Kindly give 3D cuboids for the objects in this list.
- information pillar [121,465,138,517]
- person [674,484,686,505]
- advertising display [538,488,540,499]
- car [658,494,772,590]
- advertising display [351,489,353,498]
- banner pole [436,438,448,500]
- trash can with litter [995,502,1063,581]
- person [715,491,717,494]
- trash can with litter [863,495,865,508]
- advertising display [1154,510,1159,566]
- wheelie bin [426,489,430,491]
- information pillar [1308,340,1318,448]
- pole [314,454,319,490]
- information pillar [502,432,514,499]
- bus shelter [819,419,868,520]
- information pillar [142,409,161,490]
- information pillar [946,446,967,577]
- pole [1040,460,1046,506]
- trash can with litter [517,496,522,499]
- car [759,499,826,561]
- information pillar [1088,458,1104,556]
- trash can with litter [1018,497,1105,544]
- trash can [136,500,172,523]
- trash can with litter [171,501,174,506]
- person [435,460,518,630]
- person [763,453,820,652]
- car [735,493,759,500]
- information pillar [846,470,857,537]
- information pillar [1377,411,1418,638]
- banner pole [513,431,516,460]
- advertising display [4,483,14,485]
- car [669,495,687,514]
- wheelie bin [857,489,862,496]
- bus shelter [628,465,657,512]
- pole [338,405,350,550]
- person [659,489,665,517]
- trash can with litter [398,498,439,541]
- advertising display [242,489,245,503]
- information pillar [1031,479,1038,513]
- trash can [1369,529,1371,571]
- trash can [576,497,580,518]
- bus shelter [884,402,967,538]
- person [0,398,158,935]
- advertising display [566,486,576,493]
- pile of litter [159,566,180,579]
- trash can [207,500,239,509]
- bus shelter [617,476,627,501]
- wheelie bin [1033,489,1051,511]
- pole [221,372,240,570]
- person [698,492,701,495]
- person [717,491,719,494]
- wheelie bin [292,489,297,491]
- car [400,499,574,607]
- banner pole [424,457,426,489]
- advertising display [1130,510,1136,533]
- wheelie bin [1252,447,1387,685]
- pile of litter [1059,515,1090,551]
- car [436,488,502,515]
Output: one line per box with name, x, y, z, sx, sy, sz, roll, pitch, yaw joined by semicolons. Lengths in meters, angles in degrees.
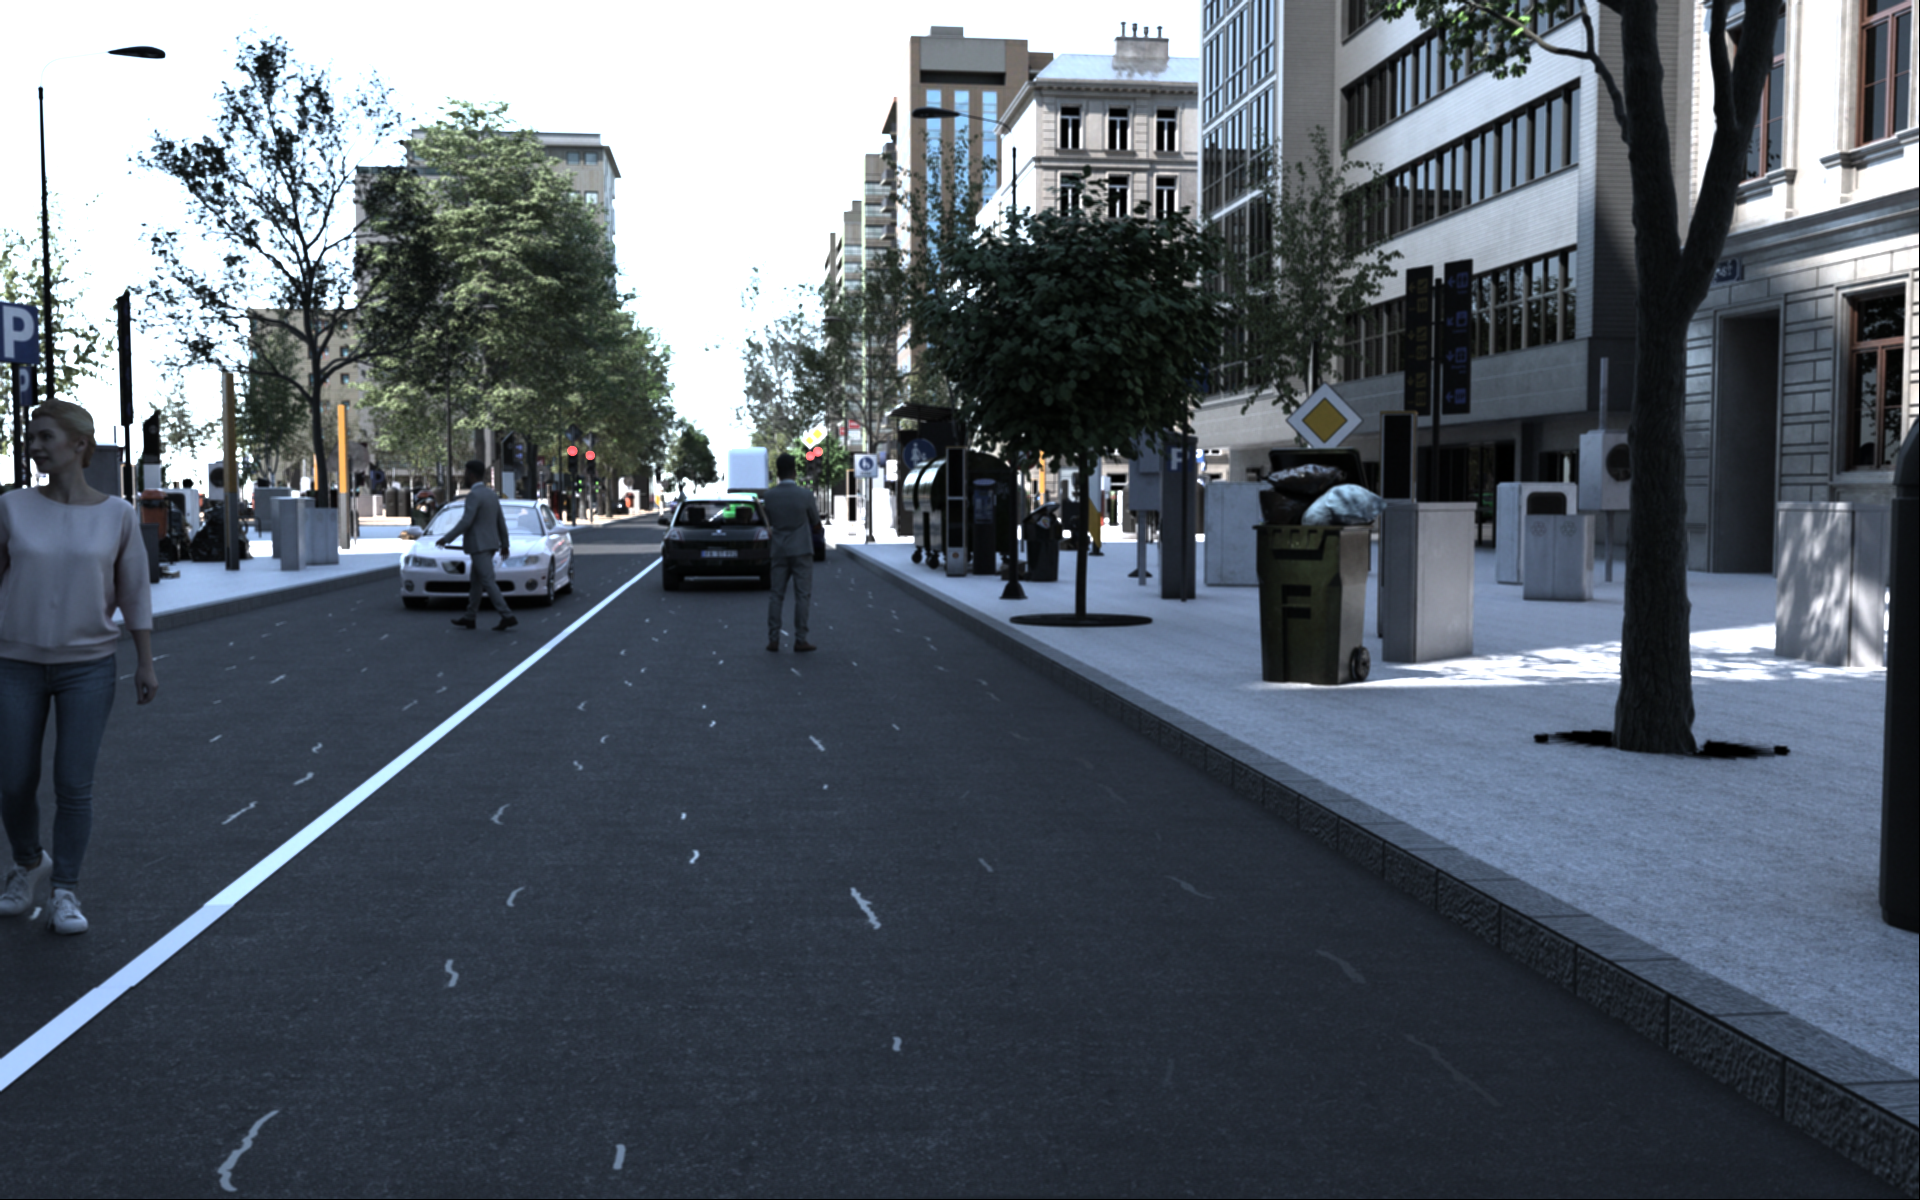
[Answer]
information pillar;-20.823;-2.382;43.444;0.304;2.012;0.304;-1;4;-15
person;-10.737;-3.533;66.453;0.466;1.800;0.511;-1;4;-11
advertising display;-34.179;-8.213;139.503;0.974;1.923;0.123;2;4;34
car;-3.771;-1.071;27.301;2.009;1.686;4.222;0;4;-7
advertising display;-47.470;-7.950;135.197;0.974;1.923;0.123;2;4;33
banner pole;-23.061;-5.339;77.307;0.401;3.779;0.863;2;4;28
trash can with litter;0.997;-0.866;25.549;1.055;1.170;0.624;3;4;36
person;-36.145;-15.231;257.401;0.709;1.838;0.599;-1;4;-18
trash can with litter;-8.076;-8.664;153.050;1.055;1.170;0.624;1;4;9
advertising display;3.580;-1.560;30.724;0.123;1.923;0.974;0;4;2
wheelie bin;-35.414;-6.556;115.096;0.980;1.594;0.693;-3;5;-44
information pillar;5.419;-2.158;26.645;0.183;3.616;0.504;0;4;4
pole;-32.728;-5.767;88.126;0.158;3.312;0.155;0;3;0
information pillar;-16.814;-4.472;64.478;0.183;3.616;0.504;3;4;38
bus shelter;-6.040;-6.863;89.836;2.179;5.291;8.768;0;4;-7
information pillar;-22.399;-3.468;48.061;0.504;3.616;0.183;0;4;7
information pillar;-0.052;-1.368;26.864;0.304;2.012;0.304;0;4;6
pole;2.725;-3.866;57.058;0.158;3.312;0.155;0;3;0
trash can with litter;-29.417;-6.314;114.620;1.055;1.170;0.624;3;5;40
car;-3.925;-1.589;38.565;1.945;1.354;3.894;0;4;-7
information pillar;2.806;-2.740;36.147;0.183;3.616;0.504;-2;4;-27
trash can with litter;2.530;-2.056;44.667;2.233;1.210;1.678;1;4;17
trash can;-18.181;-1.680;39.118;0.748;1.137;0.748;0;3;0
trash can with litter;-19.999;-1.976;43.697;0.624;1.170;1.055;-2;4;-35
person;-5.061;-0.583;18.313;0.850;1.792;0.678;1;4;12
person;-1.542;-0.443;15.917;0.511;1.800;0.466;0;4;-1
car;-9.911;-4.316;79.365;1.959;1.807;4.718;0;4;-6
information pillar;-3.275;-2.933;52.441;0.304;2.012;0.304;-1;4;-10
information pillar;3.904;-0.671;15.457;0.304;2.012;0.304;1;4;19
banner pole;-17.662;-4.799;68.478;0.401;3.779;0.863;0;4;1
advertising display;-52.753;-5.584;96.504;0.974;1.923;0.123;0;4;6
car;-20.136;-6.921;125.746;1.945;1.354;3.894;-1;4;-9
wheelie bin;-6.832;-6.404;112.606;0.980;1.594;0.693;2;4;24
bus shelter;-23.621;-9.154;127.305;2.179;5.291;8.768;0;4;-7
pole;-14.121;-2.805;39.704;0.158;3.312;0.155;0;3;0
person;-18.596;-6.062;108.166;0.362;1.759;0.519;-1;4;-16
trash can with litter;-14.990;-2.220;47.679;1.055;1.170;0.624;1;4;18
advertising display;-54.805;-7.776;132.345;0.123;1.923;0.974;-2;4;-29
information pillar;3.710;-5.016;86.502;0.304;2.012;0.304;-1;4;-16
trash can;6.235;-0.975;27.587;0.748;1.137;0.748;0;3;0
trash can;-20.153;-4.865;91.200;0.748;1.137;0.748;0;3;0
bus shelter;-0.964;-3.445;47.615;1.731;3.624;6.357;0;4;-7
person;-3.091;0.209;5.756;0.731;1.740;0.598;-2;4;-30
advertising display;-32.224;-8.463;143.580;0.123;1.923;0.974;3;5;43
pile of litter;-12.733;-0.772;26.591;1.719;0.858;1.176;3;5;43
trash can;-18.066;-1.887;42.504;0.748;1.137;0.748;0;3;0
bus shelter;-27.085;-9.034;141.625;2.014;3.302;5.546;0;4;-7
wheelie bin;3.267;-3.735;68.983;0.693;1.594;0.980;0;4;-3
pole;-12.271;-2.157;29.117;0.158;3.312;0.155;0;3;0
person;-31.921;-12.475;212.989;1.217;1.766;0.721;3;5;41
person;-29.272;-12.278;209.275;0.705;1.821;1.348;-3;5;-39
wheelie bin;-40.175;-5.910;104.542;0.980;1.594;0.693;3;5;41
car;-6.331;-0.683;23.530;2.083;1.381;4.827;0;4;-8
banner pole;-33.485;-7.246;108.489;0.401;3.779;0.863;-1;4;-20
advertising display;5.489;-2.842;51.685;0.974;1.923;0.123;-2;4;-32
wheelie bin;2.435;-0.241;11.842;0.980;1.594;0.693;2;4;34
pile of litter;2.477;-1.583;39.847;1.176;0.858;1.719;1;4;19
car;-20.881;-3.856;72.831;4.222;1.686;2.009;0;4;-7
